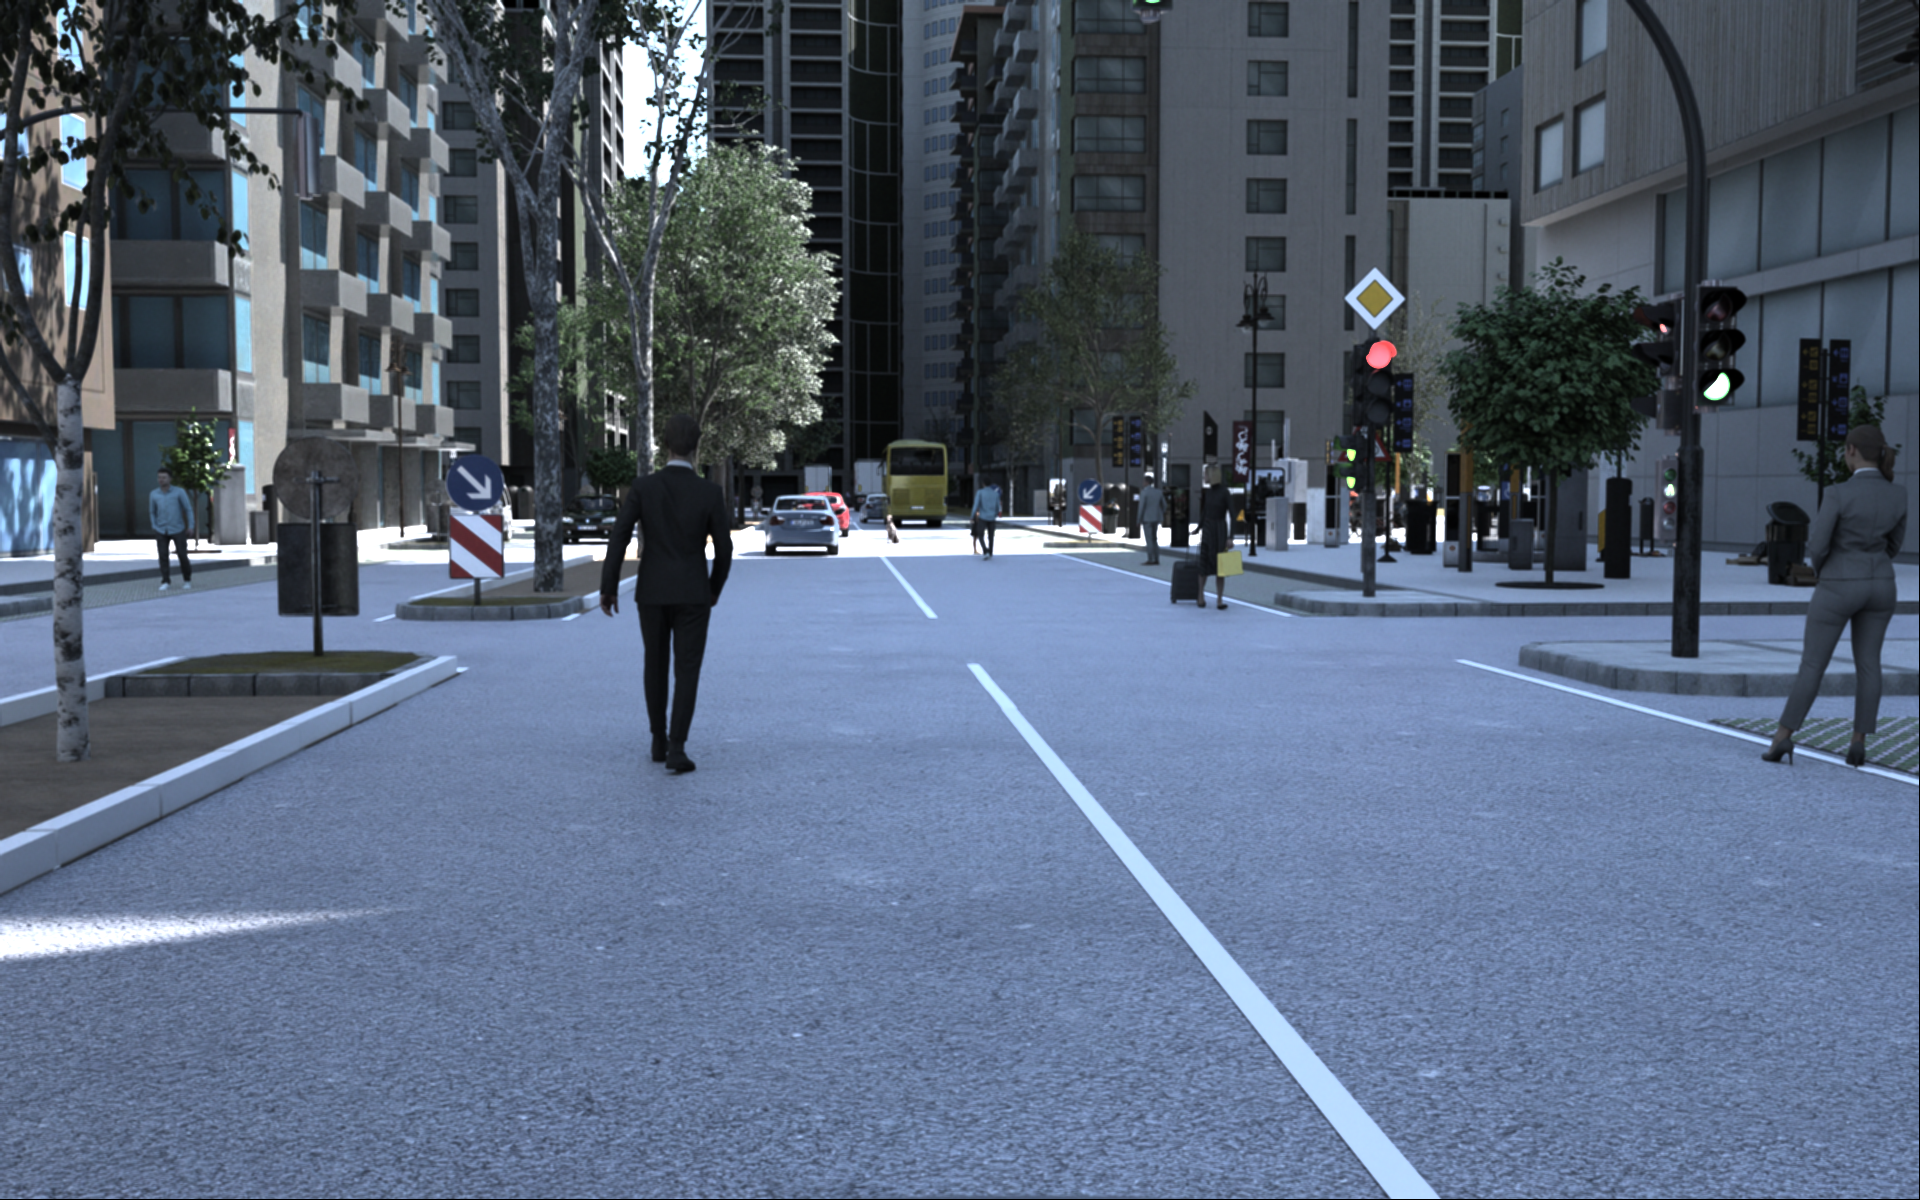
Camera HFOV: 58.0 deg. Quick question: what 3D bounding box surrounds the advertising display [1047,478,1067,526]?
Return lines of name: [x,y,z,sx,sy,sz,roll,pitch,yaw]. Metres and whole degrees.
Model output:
advertising display: [3.901,-3.943,69.675,0.974,1.923,0.123,-3,5,-41]

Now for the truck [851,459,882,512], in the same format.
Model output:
truck: [-7.500,-9.450,143.413,2.839,4.237,11.283,0,4,-5]

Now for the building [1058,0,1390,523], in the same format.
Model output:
building: [11.430,-18.987,82.140,14.160,30.474,14.107,0,4,-4]

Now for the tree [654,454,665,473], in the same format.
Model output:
tree: [-21.564,-8.166,117.222,4.285,4.588,4.351,0,3,0]

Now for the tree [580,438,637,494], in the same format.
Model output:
tree: [-20.385,-7.161,100.788,4.285,4.588,4.351,0,3,0]

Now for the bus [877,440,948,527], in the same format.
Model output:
bus: [-2.158,-5.259,77.526,2.896,3.916,12.252,0,4,-4]

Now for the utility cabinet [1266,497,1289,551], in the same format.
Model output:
utility cabinet: [7.198,-1.726,39.379,0.306,1.237,1.020,0,4,-3]

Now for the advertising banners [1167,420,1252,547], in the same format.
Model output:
advertising banners: [5.992,-2.765,41.401,2.074,3.025,0.090,1,4,14]

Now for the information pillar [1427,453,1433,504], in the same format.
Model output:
information pillar: [26.651,-6.538,98.248,0.504,3.616,0.183,-3,5,-39]

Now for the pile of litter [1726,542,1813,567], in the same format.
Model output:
pile of litter: [14.553,-1.050,31.138,1.176,0.858,1.719,0,4,-4]

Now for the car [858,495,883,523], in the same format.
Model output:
car: [-4.057,-4.548,86.356,2.014,1.417,4.499,0,4,-6]

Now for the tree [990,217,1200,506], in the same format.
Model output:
tree: [4.521,-7.621,59.009,7.601,10.594,8.767,0,4,-4]

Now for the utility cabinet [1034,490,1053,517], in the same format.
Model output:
utility cabinet: [4.693,-5.335,95.899,1.173,1.500,0.318,-1,4,-16]

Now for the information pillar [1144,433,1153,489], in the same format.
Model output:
information pillar: [7.299,-4.629,67.037,0.183,3.616,0.504,3,5,41]

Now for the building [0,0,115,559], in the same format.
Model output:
building: [-25.055,-23.207,29.550,14.600,45.320,14.200,0,4,-4]

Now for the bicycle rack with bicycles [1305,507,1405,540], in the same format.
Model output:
bicycle rack with bicycles: [11.064,-2.223,49.735,2.925,0.926,2.852,3,4,36]

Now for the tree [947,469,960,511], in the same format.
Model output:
tree: [-0.786,-8.371,131.468,1.663,3.219,1.824,0,3,0]

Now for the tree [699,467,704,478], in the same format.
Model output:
tree: [-25.557,-10.969,163.059,4.285,4.588,4.351,0,3,0]

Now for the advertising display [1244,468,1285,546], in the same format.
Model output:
advertising display: [7.439,-2.273,42.376,0.974,1.923,0.123,0,4,2]

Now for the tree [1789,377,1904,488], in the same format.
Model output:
tree: [14.596,-2.045,28.032,1.663,3.219,1.824,0,3,0]

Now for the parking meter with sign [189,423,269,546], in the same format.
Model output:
parking meter with sign: [-18.148,-2.862,43.060,1.738,3.016,0.543,-3,5,-43]

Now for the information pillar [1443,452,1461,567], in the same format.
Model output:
information pillar: [8.648,-1.583,30.373,0.304,2.012,0.304,1,4,16]

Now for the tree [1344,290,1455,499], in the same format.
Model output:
tree: [15.981,-6.816,61.810,4.360,8.622,3.978,0,3,0]

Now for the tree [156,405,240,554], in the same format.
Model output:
tree: [-16.497,-2.631,37.620,1.663,3.219,1.824,0,3,0]

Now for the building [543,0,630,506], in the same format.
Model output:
building: [-35.533,-42.841,138.702,20.563,71.187,20.611,0,4,-4]

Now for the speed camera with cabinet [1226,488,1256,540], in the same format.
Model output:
speed camera with cabinet: [8.525,-3.343,48.997,2.038,3.252,0.660,0,4,3]

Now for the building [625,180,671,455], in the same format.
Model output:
building: [-34.859,-23.824,161.229,14.107,30.474,14.160,0,4,-4]

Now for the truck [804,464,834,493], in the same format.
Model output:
truck: [-13.687,-10.915,167.371,2.839,4.237,11.283,0,4,-3]

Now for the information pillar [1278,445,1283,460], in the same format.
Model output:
information pillar: [13.956,-5.101,74.758,0.504,3.616,0.183,0,4,6]

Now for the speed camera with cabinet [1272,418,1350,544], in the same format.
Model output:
speed camera with cabinet: [9.107,-3.087,44.803,0.660,3.252,2.038,-3,5,-40]

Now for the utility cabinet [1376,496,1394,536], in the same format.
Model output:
utility cabinet: [13.086,-2.620,53.999,0.306,1.237,1.020,-1,4,-23]

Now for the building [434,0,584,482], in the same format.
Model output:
building: [-29.922,-20.156,101.248,14.160,30.474,14.107,0,4,-4]

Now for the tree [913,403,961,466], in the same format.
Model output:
tree: [-1.779,-11.601,140.031,4.360,8.622,3.978,0,3,0]

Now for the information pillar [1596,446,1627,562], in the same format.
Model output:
information pillar: [12.297,-2.526,32.653,0.504,3.616,0.183,1,4,19]

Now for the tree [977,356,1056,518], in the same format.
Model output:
tree: [2.968,-8.682,92.310,4.360,8.622,3.978,0,3,0]

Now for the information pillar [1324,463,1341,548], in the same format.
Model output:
information pillar: [8.937,-2.266,41.537,0.304,2.012,0.304,2,4,29]

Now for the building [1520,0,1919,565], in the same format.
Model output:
building: [29.301,-27.213,34.174,27.495,52.752,28.713,0,4,-4]

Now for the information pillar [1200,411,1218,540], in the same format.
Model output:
information pillar: [7.036,-3.512,48.780,0.504,3.616,0.183,-3,4,-36]

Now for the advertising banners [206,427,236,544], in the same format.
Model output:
advertising banners: [-19.124,-2.980,44.905,0.090,3.025,2.074,0,4,-2]

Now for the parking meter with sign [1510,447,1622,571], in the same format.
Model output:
parking meter with sign: [10.162,-2.004,29.031,1.738,3.016,0.543,1,4,21]

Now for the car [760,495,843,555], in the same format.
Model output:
car: [-3.818,-1.820,41.761,2.014,1.417,4.499,0,4,-5]

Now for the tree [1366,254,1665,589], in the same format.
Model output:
tree: [8.108,-2.455,23.858,4.285,4.588,4.351,0,3,0]

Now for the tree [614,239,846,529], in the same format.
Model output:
tree: [-9.509,-9.271,71.045,9.611,12.733,9.660,0,3,0]

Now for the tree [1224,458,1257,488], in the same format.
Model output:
tree: [12.054,-4.885,74.469,1.663,3.219,1.824,0,3,0]

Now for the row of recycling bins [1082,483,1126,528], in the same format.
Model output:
row of recycling bins: [5.633,-3.669,67.100,1.069,1.692,3.534,-1,4,-18]

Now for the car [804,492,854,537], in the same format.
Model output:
car: [-4.668,-3.033,58.634,2.155,1.783,4.494,0,4,-4]

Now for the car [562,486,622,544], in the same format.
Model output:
car: [-10.726,-2.510,50.831,2.009,1.686,4.222,0,4,-6]

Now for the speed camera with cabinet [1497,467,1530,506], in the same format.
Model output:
speed camera with cabinet: [17.751,-3.666,54.278,2.038,3.252,0.660,-2,4,-32]

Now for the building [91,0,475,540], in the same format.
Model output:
building: [-30.794,-26.898,59.398,23.786,49.044,30.456,0,4,-4]

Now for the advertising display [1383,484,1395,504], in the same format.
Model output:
advertising display: [24.229,-5.656,97.688,0.974,1.923,0.123,1,4,10]

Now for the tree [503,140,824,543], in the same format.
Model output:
tree: [-7.705,-7.464,50.243,9.928,11.665,9.643,0,3,0]

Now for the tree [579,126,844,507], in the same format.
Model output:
tree: [-8.594,-9.288,60.977,9.857,13.997,8.962,0,3,0]

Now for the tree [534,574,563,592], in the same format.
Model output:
tree: [-7.290,-10.222,25.480,12.611,20.169,13.585,0,3,0]

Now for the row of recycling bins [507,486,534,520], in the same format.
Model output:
row of recycling bins: [-22.588,-4.825,86.008,3.534,1.692,1.069,2,4,27]

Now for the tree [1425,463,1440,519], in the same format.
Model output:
tree: [23.592,-5.715,88.039,1.663,3.219,1.824,0,3,0]

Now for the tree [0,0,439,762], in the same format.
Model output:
tree: [-4.782,-3.452,9.253,4.360,8.622,3.978,0,3,0]

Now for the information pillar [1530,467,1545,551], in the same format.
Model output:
information pillar: [13.047,-2.111,39.010,0.304,2.012,0.304,-2,4,-23]
